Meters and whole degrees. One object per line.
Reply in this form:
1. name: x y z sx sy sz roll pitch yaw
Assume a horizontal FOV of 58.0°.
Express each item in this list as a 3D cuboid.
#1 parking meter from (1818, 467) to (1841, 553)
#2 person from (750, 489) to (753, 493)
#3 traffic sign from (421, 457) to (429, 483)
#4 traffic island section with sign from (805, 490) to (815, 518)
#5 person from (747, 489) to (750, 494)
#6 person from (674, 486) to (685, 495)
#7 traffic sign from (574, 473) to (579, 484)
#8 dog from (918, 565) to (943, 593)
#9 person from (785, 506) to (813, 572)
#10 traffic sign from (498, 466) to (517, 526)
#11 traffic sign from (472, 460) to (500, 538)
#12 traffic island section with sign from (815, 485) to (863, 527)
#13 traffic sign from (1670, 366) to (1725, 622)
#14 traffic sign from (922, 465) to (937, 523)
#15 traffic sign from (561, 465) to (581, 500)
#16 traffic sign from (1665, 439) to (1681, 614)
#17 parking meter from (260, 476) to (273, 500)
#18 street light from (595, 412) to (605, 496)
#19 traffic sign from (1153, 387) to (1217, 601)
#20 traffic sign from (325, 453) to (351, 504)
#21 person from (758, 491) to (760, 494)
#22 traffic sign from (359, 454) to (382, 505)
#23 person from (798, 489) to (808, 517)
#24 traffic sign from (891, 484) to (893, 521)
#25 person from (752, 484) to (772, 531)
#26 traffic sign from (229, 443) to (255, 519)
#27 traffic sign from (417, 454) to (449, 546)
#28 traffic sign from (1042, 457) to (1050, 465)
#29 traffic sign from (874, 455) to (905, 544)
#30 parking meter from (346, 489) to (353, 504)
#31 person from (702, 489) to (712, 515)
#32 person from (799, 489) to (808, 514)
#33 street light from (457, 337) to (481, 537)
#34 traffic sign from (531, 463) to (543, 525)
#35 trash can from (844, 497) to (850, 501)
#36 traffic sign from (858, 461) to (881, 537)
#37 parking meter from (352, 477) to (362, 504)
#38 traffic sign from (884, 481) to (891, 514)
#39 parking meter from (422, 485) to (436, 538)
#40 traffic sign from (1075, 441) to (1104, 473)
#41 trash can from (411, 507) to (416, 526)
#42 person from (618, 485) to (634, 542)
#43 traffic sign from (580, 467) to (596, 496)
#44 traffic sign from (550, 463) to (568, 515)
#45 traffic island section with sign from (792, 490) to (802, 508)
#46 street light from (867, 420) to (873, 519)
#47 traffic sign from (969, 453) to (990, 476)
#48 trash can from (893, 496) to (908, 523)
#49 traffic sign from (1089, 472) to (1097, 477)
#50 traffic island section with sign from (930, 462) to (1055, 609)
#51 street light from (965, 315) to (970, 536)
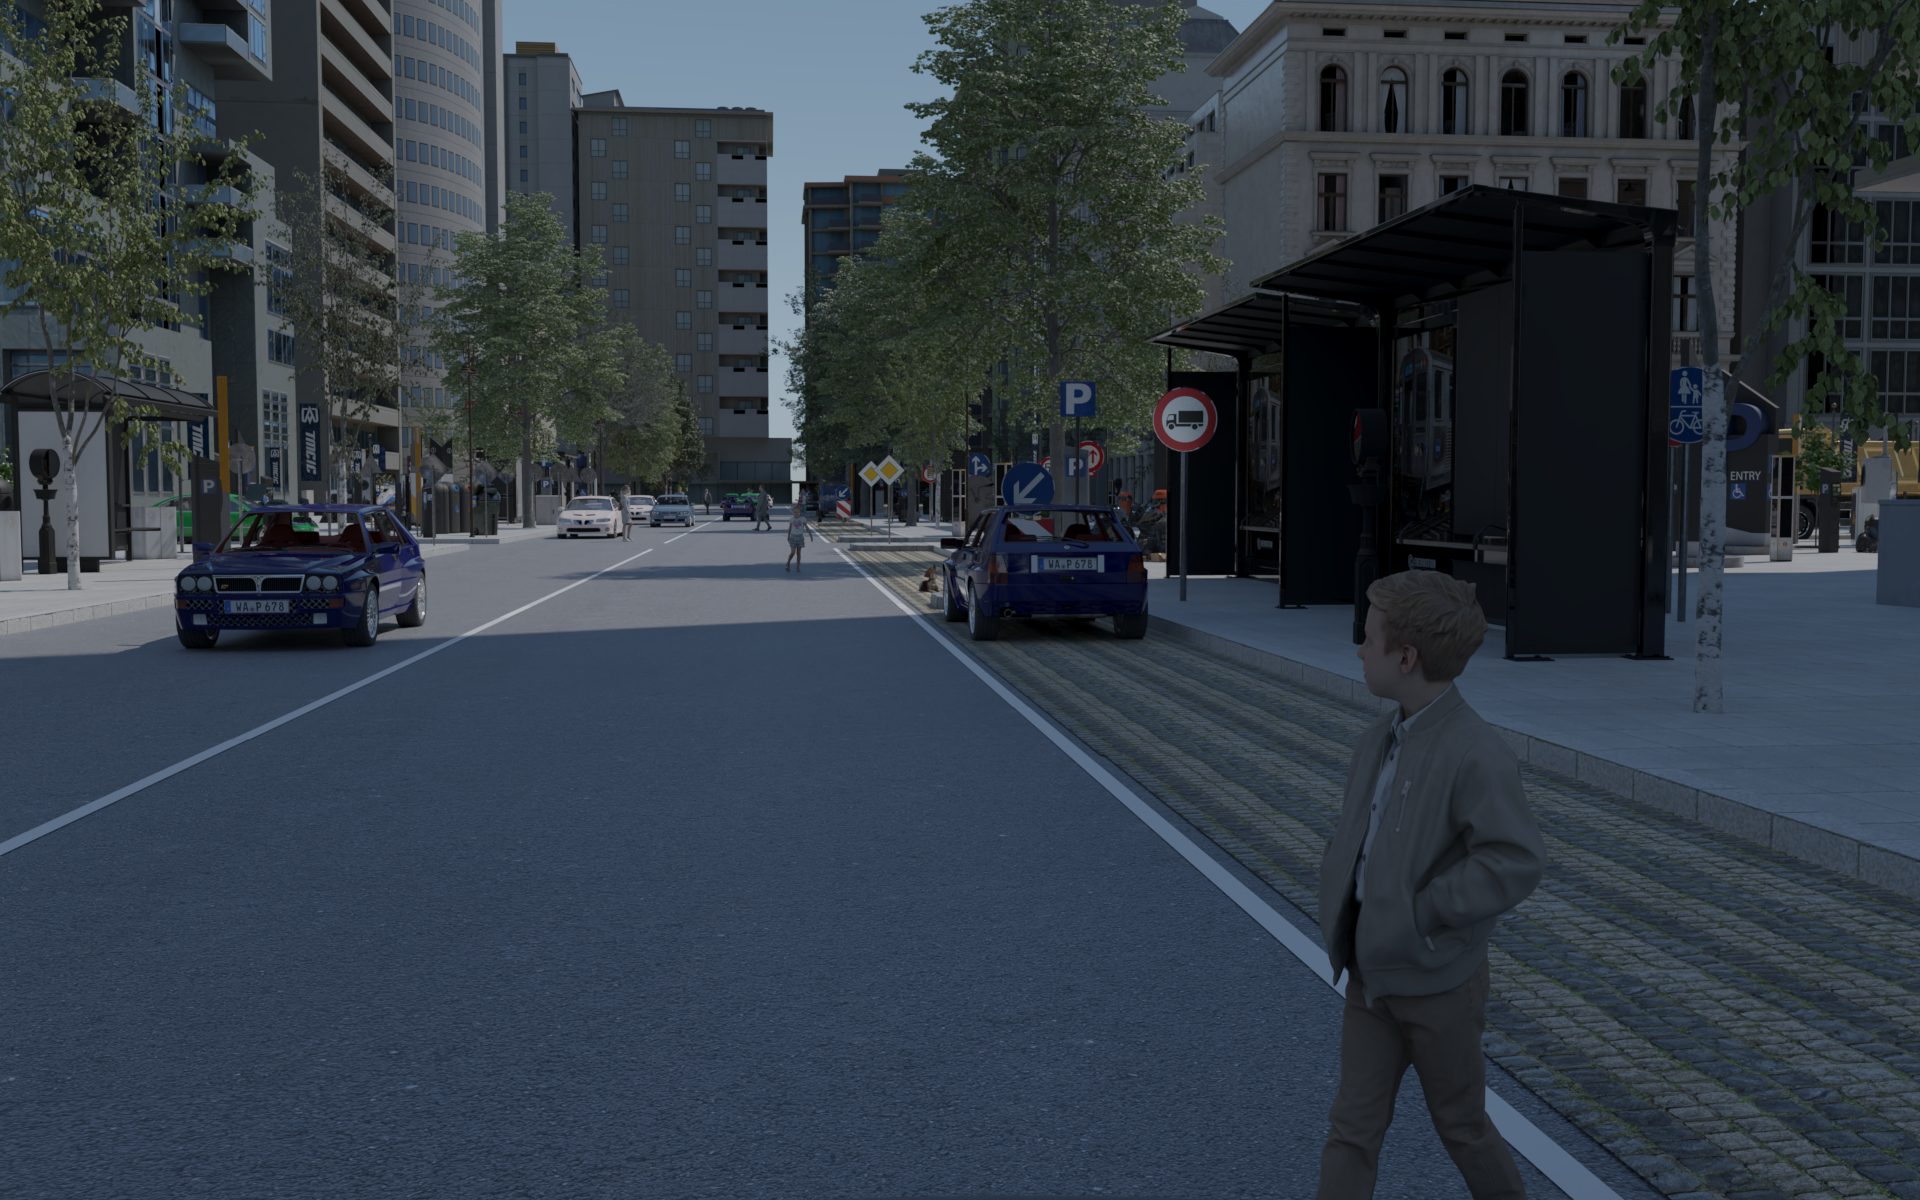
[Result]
1. parking meter: 19.002 -1.965 37.832 0.255 1.863 0.399 -1 4 -15
2. person: -14.186 -6.678 118.025 0.374 1.781 0.599 1 4 13
3. traffic sign: -18.091 -3.595 58.892 0.768 2.556 0.104 0 4 -1
4. traffic island section with sign: -8.289 -5.832 103.987 1.989 1.847 2.006 0 4 -6
5. person: -13.675 -6.341 112.408 0.478 1.798 0.641 1 4 11
6. person: -14.026 -4.765 86.514 0.694 1.812 0.767 -1 4 -23
7. traffic sign: -19.894 -5.550 90.749 0.884 2.594 0.081 0 4 3
8. dog: -0.372 -0.313 25.318 0.550 0.427 0.748 2 4 25
9. person: -2.959 -1.122 31.856 0.505 1.210 0.382 0 4 -7
10. traffic sign: -18.354 -4.223 70.235 0.795 2.450 0.064 0 4 -5
11. traffic sign: -13.952 -2.895 50.982 0.795 2.450 0.064 0 4 -6
12. traffic island section with sign: -5.302 -4.165 76.720 1.989 1.847 2.006 0 4 -6
13. traffic sign: 7.252 -1.054 17.334 0.768 2.556 0.104 0 4 -1
14. traffic sign: -1.306 -4.668 76.425 0.768 2.556 0.104 0 4 -1
15. traffic sign: -17.258 -4.704 76.908 0.884 2.594 0.081 0 4 0
16. traffic sign: 7.605 -1.128 18.548 0.768 2.556 0.104 0 4 -5
17. parking meter: -22.135 -3.036 55.344 0.399 1.863 0.255 3 5 40
18. street light: -18.533 -7.132 89.398 0.468 5.910 1.993 0 4 -6
19. traffic sign: 2.678 -1.260 20.699 0.768 2.556 0.104 0 4 2
20. traffic sign: -18.660 -3.173 51.988 0.768 2.556 0.104 0 4 0
21. person: -18.611 -9.274 160.794 0.551 1.740 0.621 3 5 42
22. traffic sign: -18.949 -3.408 55.722 0.884 2.594 0.081 0 3 0
23. person: -8.232 -4.970 90.602 0.563 1.720 0.643 -3 4 -36
24. traffic sign: -3.198 -4.996 81.783 0.768 2.556 0.104 0 4 1
25. person: -7.752 -3.617 67.735 0.767 1.812 0.694 1 4 8
26. traffic sign: -18.052 -2.650 43.436 0.768 2.556 0.104 0 4 -1
27. traffic sign: -13.088 -2.410 43.043 0.795 2.450 0.064 0 4 -6
28. traffic sign: 3.092 -3.604 59.029 0.768 2.556 0.104 0 4 3
29. traffic sign: -1.808 -2.483 44.246 0.795 2.450 0.064 0 4 -6
30. parking meter: -27.864 -4.331 79.215 0.372 1.533 0.369 0 3 0
31. person: -17.003 -6.562 116.190 0.661 1.777 0.834 1 4 17
32. person: -11.352 -7.158 125.553 0.660 1.820 0.620 -1 4 -13
33. street light: -14.447 -4.790 51.101 0.468 5.910 1.993 0 4 -6
34. traffic sign: -17.734 -4.401 72.063 0.768 2.556 0.104 0 4 -6
35. trash can: -8.117 -6.822 123.188 0.748 1.137 0.748 0 3 0
36. traffic sign: -2.672 -2.969 52.185 0.795 2.450 0.064 0 4 -6
37. parking meter: -20.277 -3.217 58.305 0.255 1.863 0.399 -2 4 -29
38. traffic sign: -4.342 -6.576 107.628 0.768 2.556 0.104 0 4 3
39. parking meter: -15.576 -2.593 50.808 0.372 1.533 0.369 0 3 0
40. traffic sign: 3.063 -2.534 41.538 0.768 2.556 0.104 0 4 -3
41. trash can: -22.075 -3.571 70.047 0.748 1.137 0.748 0 3 0
42. person: -10.055 -2.607 52.121 0.522 1.701 0.512 -1 4 -15
43. traffic sign: -17.739 -5.050 82.673 0.768 2.556 0.104 0 4 -4
44. traffic sign: -16.414 -4.332 70.935 0.768 2.556 0.104 0 4 3
45. traffic island section with sign: -13.659 -8.856 153.424 1.989 1.847 2.006 0 4 -6
46. street light: -4.490 -7.013 87.444 0.468 5.910 1.993 0 4 -6
47. traffic sign: 0.564 -3.315 54.309 0.768 2.556 0.104 0 4 3
48. trash can: -2.461 -4.030 77.546 0.748 1.137 0.748 0 3 0
49. traffic sign: 3.847 -3.325 54.373 0.884 2.594 0.081 0 4 -5
50. traffic island section with sign: 0.651 -0.817 21.987 1.989 1.847 2.006 0 4 -6
51. street light: 0.180 -4.343 43.799 0.468 5.910 1.993 0 4 -6
